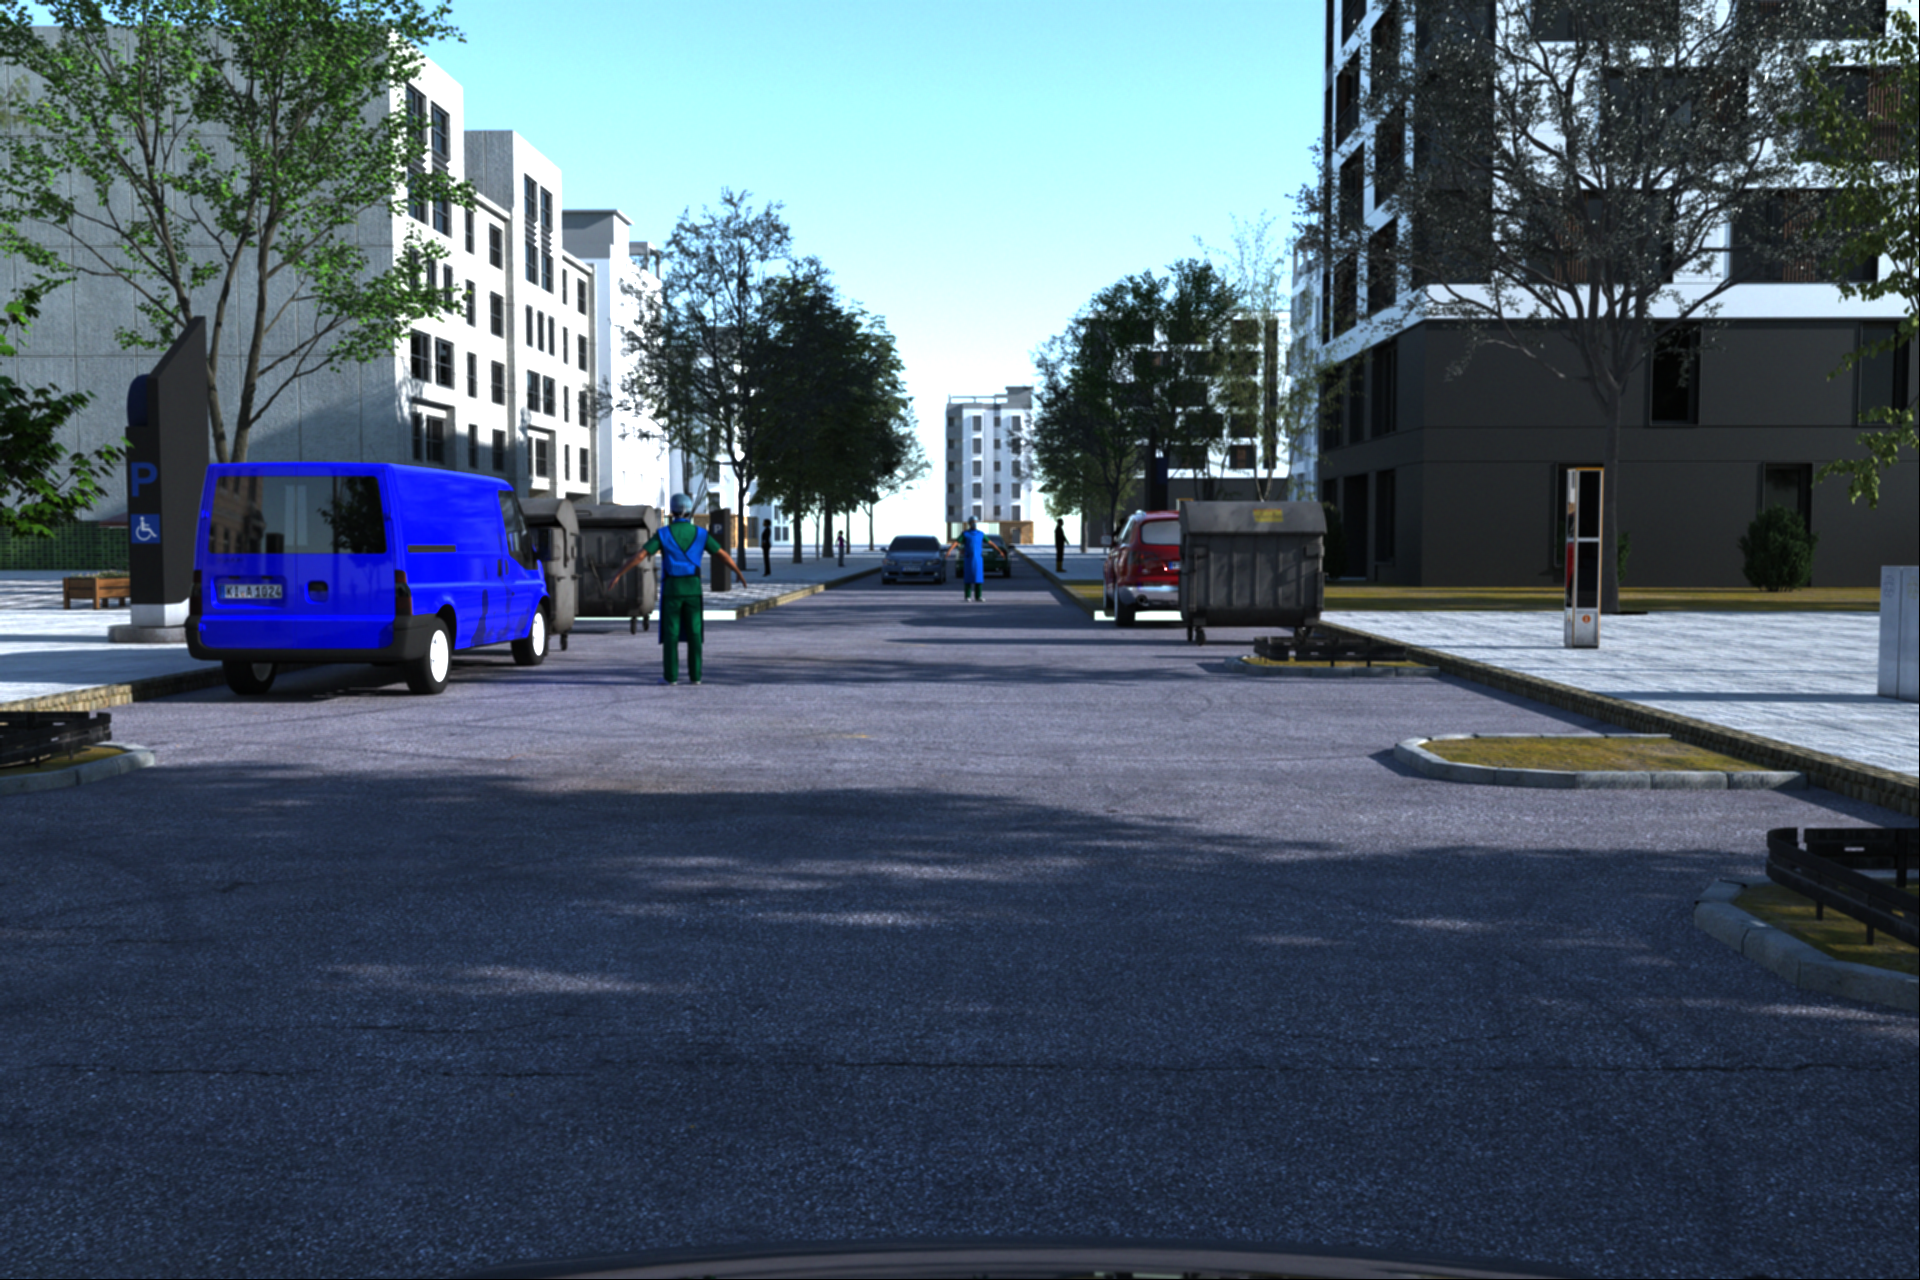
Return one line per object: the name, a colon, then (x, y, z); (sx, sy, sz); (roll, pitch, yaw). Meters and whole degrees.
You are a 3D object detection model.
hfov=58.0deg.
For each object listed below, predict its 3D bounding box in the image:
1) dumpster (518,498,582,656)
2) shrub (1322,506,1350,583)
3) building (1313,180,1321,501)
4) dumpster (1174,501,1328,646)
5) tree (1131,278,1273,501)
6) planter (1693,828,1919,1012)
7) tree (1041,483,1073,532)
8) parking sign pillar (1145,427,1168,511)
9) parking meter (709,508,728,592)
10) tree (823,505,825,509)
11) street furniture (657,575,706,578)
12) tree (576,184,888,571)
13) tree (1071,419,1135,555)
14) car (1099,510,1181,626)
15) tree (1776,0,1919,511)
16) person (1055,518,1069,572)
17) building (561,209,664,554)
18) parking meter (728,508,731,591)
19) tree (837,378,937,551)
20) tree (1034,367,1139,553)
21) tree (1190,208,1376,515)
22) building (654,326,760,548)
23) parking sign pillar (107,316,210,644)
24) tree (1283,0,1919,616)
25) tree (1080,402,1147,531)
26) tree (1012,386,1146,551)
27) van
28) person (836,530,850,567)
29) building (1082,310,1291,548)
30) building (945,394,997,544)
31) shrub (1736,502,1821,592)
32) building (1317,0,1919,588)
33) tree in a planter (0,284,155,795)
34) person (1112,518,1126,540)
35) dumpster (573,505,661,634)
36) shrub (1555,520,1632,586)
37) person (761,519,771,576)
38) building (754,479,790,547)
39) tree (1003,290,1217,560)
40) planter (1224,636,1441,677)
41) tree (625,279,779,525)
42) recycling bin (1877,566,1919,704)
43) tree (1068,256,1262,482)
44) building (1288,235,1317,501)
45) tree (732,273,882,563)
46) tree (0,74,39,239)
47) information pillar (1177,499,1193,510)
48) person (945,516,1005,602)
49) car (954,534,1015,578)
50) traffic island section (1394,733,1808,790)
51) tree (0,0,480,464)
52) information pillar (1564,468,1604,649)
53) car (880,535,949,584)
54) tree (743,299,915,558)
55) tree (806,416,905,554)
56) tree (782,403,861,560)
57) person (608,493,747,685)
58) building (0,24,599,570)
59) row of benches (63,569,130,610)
dumpster: (-5.573, -0.766, 20.746); (1.865, 1.857, 1.264); (0, 4, 1)
shrub: (9.495, -2.541, 45.589); (1.661, 2.075, 1.752); (0, 3, 0)
building: (23.592, -14.232, 89.120); (16.016, 20.090, 11.380); (0, 4, 1)
dumpster: (3.781, -0.881, 22.626); (1.865, 1.857, 1.264); (0, 4, 1)
tree: (7.040, -6.095, 50.012); (4.360, 8.622, 3.978); (0, 3, 0)
planter: (3.662, 0.932, 5.909); (1.991, 0.319, 1.994); (0, 4, 2)
tree: (12.668, -16.765, 224.470); (4.737, 8.622, 4.395); (0, 3, 0)
parking sign pillar: (4.987, -3.410, 44.227); (1.447, 3.967, 1.447); (0, 3, 0)
parking meter: (-5.390, -2.014, 38.633); (0.399, 1.863, 0.255); (0, 4, 3)
tree: (-16.047, -22.338, 221.107); (12.611, 20.169, 13.585); (0, 3, 0)
street furniture: (-13.015, -2.299, 44.449); (11.010, 1.723, 9.812); (-2, 4, -27)
tree: (-7.653, -9.182, 60.493); (12.009, 13.543, 11.850); (0, 3, 0)
tree: (8.823, -9.438, 104.677); (4.360, 8.622, 3.978); (0, 3, 0)
car: (3.461, -1.205, 28.382); (2.281, 1.827, 5.304); (0, 4, 2)
tree: (9.441, -4.002, 15.798); (4.737, 8.622, 4.395); (0, 3, 0)
person: (3.416, -3.211, 58.631); (0.704, 1.812, 1.346); (-1, 4, -12)
building: (-24.997, -15.038, 102.287); (16.016, 20.090, 11.380); (0, 4, 2)
parking meter: (-5.389, -2.044, 39.124); (0.399, 1.863, 0.255); (0, 4, 3)
tree: (-6.718, -13.359, 128.788); (12.009, 13.543, 11.850); (0, 3, 0)
tree: (8.664, -12.217, 117.870); (7.486, 12.596, 7.792); (0, 3, 0)
tree: (6.942, -5.469, 39.779); (4.360, 8.622, 3.978); (0, 3, 0)
building: (-25.175, -18.489, 158.723); (16.016, 20.090, 11.380); (0, 4, 2)
parking sign pillar: (-9.522, -1.981, 20.861); (1.447, 3.967, 1.447); (0, 4, 1)
tree: (10.420, -7.168, 27.563); (12.009, 13.543, 11.850); (0, 3, 0)
tree: (8.438, -8.987, 97.299); (4.360, 8.622, 3.978); (0, 3, 0)
tree: (9.532, -13.699, 134.342); (12.009, 13.543, 11.850); (0, 3, 0)
van: (-5.538, -0.780, 17.130); (2.240, 2.365, 5.245); (0, 4, 1)
person: (-4.606, -3.587, 67.913); (0.599, 1.433, 0.991); (-3, 4, -36)
building: (26.074, -20.206, 174.334); (27.936, 21.610, 32.646); (0, 4, 1)
building: (-1.667, -22.444, 225.843); (11.380, 20.090, 16.016); (0, 4, 5)
shrub: (18.190, -2.085, 38.517); (1.690, 2.028, 1.600); (0, 3, 0)
building: (25.417, -13.022, 56.890); (27.936, 21.610, 32.646); (0, 4, 1)
tree in a planter: (-6.005, -0.794, 10.209); (1.991, 3.239, 1.994); (0, 4, 1)
person: (5.474, -3.171, 58.031); (0.705, 1.806, 1.347); (-3, 5, -42)
dumpster: (-5.363, -1.036, 25.149); (1.865, 1.857, 1.264); (0, 4, 1)
shrub: (13.928, -2.062, 38.130); (1.690, 2.028, 1.600); (0, 3, 0)
person: (-5.959, -2.809, 52.653); (0.721, 1.740, 1.216); (0, 4, -7)
building: (-23.244, -15.280, 191.979); (9.099, 9.664, 28.070); (0, 4, 2)
tree: (7.668, -10.785, 86.697); (12.009, 13.543, 11.850); (0, 3, 0)
planter: (3.850, 0.168, 18.388); (1.991, 0.319, 1.994); (0, 4, 1)
tree: (-8.146, -6.140, 50.755); (4.360, 8.622, 3.978); (0, 3, 0)
recycling bin: (7.620, -0.050, 13.371); (0.722, 1.027, 0.722); (0, 4, 2)
tree: (7.574, -8.490, 64.561); (9.928, 11.665, 9.643); (0, 3, 0)
building: (26.277, -15.535, 110.421); (16.016, 20.090, 11.380); (0, 4, 1)
tree: (-6.894, -9.650, 75.900); (7.486, 12.596, 7.792); (0, 3, 0)
tree: (-11.302, -4.056, 16.684); (4.360, 8.622, 3.978); (0, 3, 0)
information pillar: (4.705, -1.948, 36.348); (0.304, 2.012, 0.304); (0, 4, 1)
person: (0.293, -1.718, 36.672); (1.347, 1.817, 0.704); (-1, 4, -19)
car: (0.790, -2.829, 58.057); (2.131, 1.459, 4.920); (0, 4, 1)
traffic island section: (3.771, 0.743, 10.710); (1.991, 0.108, 1.994); (0, 4, 1)
tree: (-11.486, -6.196, 27.057); (9.928, 11.665, 9.643); (0, 3, 0)
information pillar: (6.989, -0.913, 19.418); (0.304, 2.012, 0.304); (0, 4, 1)
car: (-1.314, -2.370, 50.755); (2.014, 1.417, 4.499); (0, 4, 2)
tree: (-7.337, -11.504, 94.741); (9.857, 13.997, 8.962); (0, 3, 0)
tree: (-6.983, -10.817, 111.276); (8.767, 10.594, 7.601); (2, 4, 35)
tree: (-6.879, -8.188, 84.239); (4.737, 8.622, 4.395); (0, 3, 0)
person: (-2.660, -0.483, 16.480); (1.347, 1.817, 0.704); (-2, 4, -24)
building: (-27.875, -12.835, 76.317); (16.747, 18.905, 31.486); (0, 4, 1)
row of benches: (-14.520, -0.967, 31.279); (1.422, 0.672, 4.104); (1, 4, 10)
